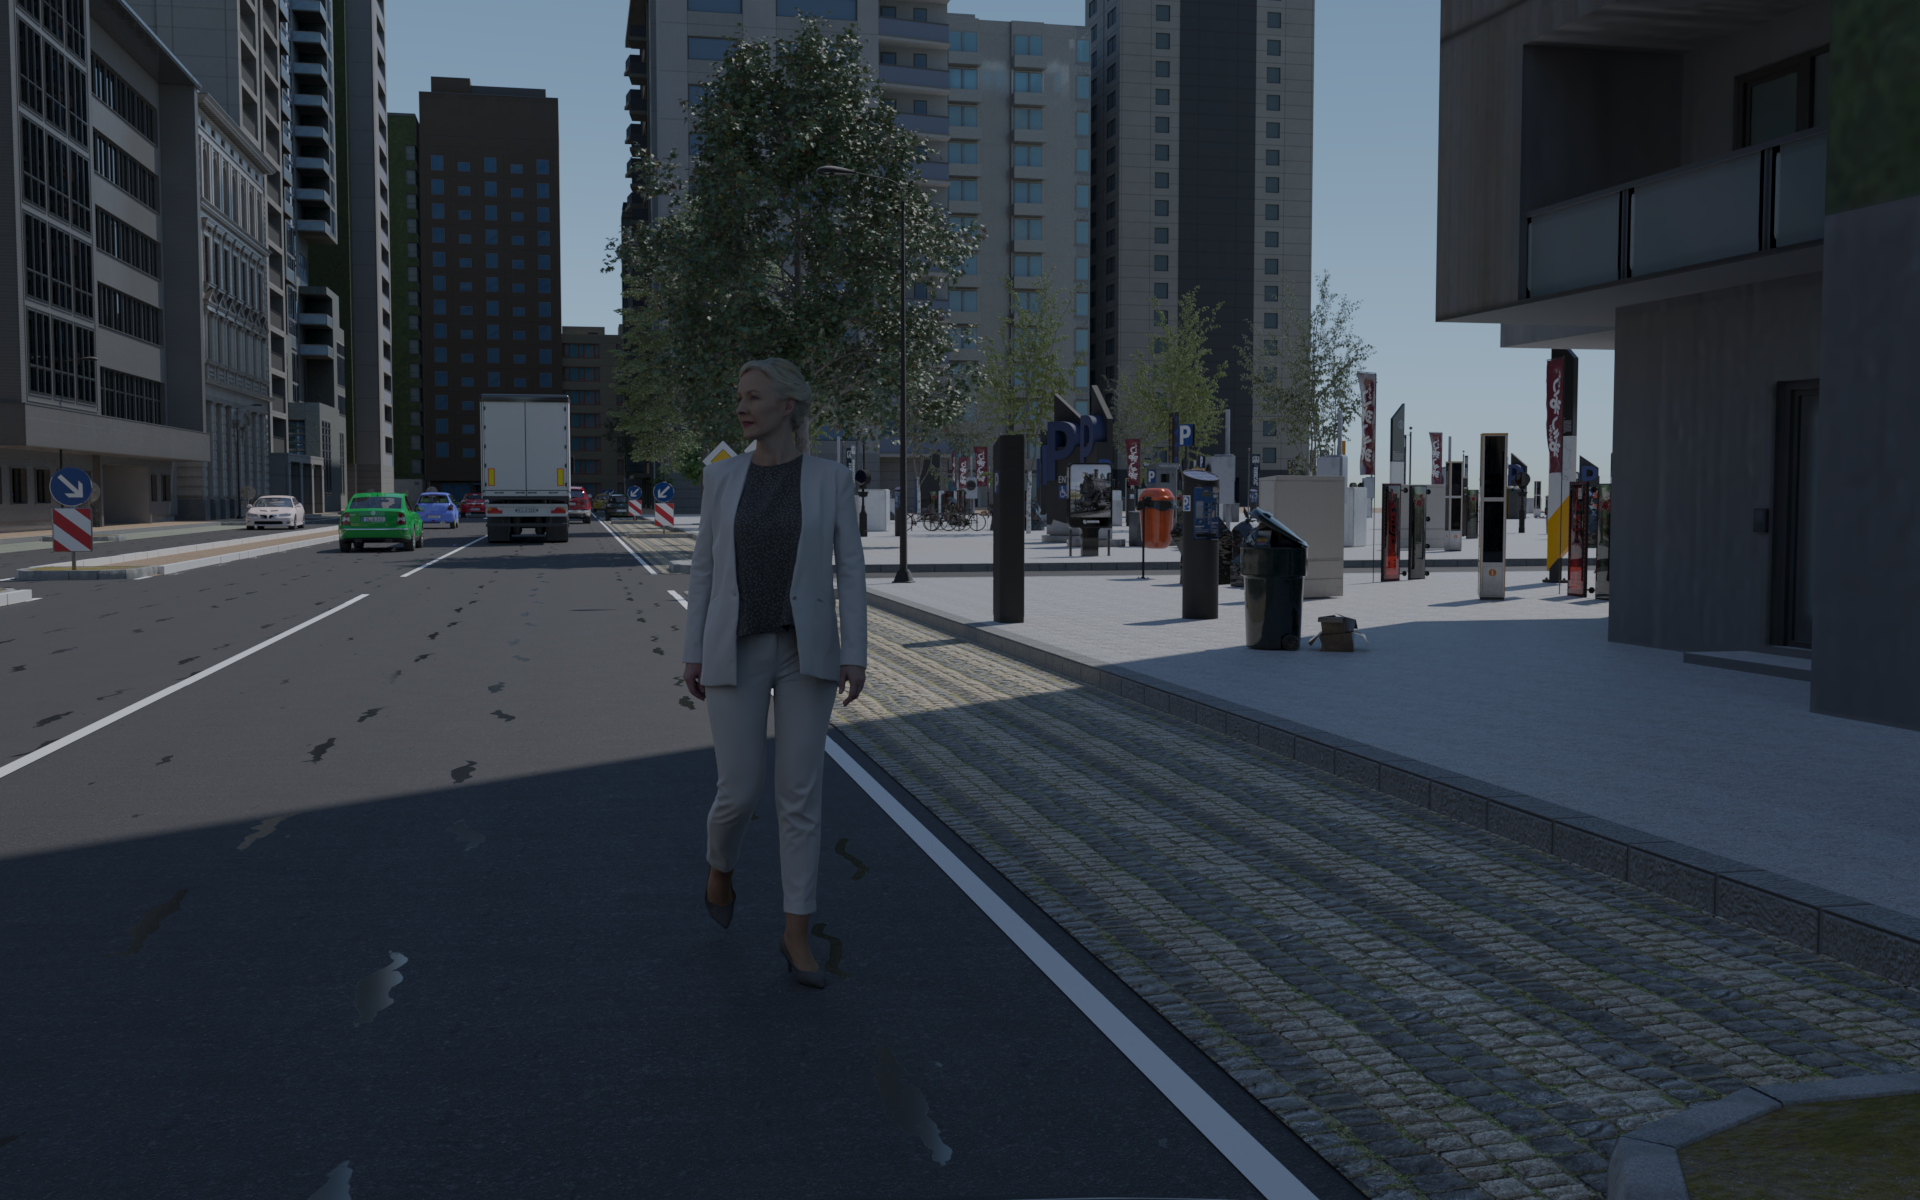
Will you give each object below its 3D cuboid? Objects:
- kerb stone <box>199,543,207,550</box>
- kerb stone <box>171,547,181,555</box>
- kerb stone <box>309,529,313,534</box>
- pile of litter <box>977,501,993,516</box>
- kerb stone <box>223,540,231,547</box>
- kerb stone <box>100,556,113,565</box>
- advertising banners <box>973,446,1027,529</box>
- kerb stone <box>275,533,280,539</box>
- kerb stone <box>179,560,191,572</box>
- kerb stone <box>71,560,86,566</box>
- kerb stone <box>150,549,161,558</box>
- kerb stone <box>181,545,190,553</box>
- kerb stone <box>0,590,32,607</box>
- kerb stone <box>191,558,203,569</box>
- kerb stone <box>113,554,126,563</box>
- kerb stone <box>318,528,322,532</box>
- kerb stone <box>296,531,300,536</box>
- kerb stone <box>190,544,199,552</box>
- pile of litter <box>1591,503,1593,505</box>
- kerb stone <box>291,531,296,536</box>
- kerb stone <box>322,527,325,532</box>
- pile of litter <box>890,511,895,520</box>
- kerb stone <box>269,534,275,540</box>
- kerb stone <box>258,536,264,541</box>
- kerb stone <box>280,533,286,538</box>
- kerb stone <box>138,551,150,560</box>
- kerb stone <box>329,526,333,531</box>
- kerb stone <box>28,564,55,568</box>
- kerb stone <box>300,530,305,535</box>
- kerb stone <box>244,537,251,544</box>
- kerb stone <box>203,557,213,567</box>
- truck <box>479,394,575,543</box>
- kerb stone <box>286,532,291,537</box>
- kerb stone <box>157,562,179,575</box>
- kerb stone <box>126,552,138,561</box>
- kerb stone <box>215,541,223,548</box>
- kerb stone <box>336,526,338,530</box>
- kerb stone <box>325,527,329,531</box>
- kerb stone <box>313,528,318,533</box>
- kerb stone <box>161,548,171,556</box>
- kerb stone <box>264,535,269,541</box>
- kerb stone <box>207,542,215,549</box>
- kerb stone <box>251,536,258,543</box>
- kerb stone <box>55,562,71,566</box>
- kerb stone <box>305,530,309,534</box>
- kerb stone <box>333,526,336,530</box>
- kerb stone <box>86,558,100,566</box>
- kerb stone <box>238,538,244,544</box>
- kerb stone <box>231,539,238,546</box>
[{"bbox_3d":[-19.297,-1.326,43.875,0.120,0.150,1.000,-1,4,-13],"label":"kerb stone"},{"bbox_3d":[-18.630,-1.141,40.868,0.120,0.150,1.000,-1,4,-13],"label":"kerb stone"},{"bbox_3d":[-23.343,-2.422,61.904,0.120,0.150,1.000,-1,4,-13],"label":"kerb stone"},{"bbox_3d":[1.690,-5.380,101.921,1.719,0.858,1.176,-2,4,-30],"label":"pile of litter"},{"bbox_3d":[-19.975,-1.510,46.887,0.120,0.150,1.000,-1,4,-13],"label":"kerb stone"},{"bbox_3d":[-17.284,-0.769,34.843,0.120,0.150,1.000,-1,4,-13],"label":"kerb stone"},{"bbox_3d":[1.524,-4.127,63.660,2.074,3.025,0.090,0,4,2],"label":"advertising banners"},{"bbox_3d":[-21.775,-2.001,54.906,0.120,0.150,1.000,-1,4,-13],"label":"kerb stone"},{"bbox_3d":[-14.559,-0.618,32.306,0.120,0.150,1.000,-1,4,-13],"label":"kerb stone"},{"bbox_3d":[-16.836,-0.648,32.848,0.120,0.150,1.000,-1,4,-13],"label":"kerb stone"},{"bbox_3d":[-18.177,-1.014,38.870,0.120,0.150,1.000,-1,4,-13],"label":"kerb stone"},{"bbox_3d":[-18.857,-1.204,41.879,0.120,0.150,1.000,-1,4,-13],"label":"kerb stone"},{"bbox_3d":[-12.423,-0.033,22.772,0.120,0.150,1.000,-1,4,-13],"label":"kerb stone"},{"bbox_3d":[-14.786,-0.680,33.306,0.120,0.150,1.000,-1,4,-13],"label":"kerb stone"},{"bbox_3d":[-17.502,-0.825,35.842,0.120,0.150,1.000,-1,4,-13],"label":"kerb stone"},{"bbox_3d":[-23.785,-2.544,63.913,0.120,0.150,1.000,-1,4,-13],"label":"kerb stone"},{"bbox_3d":[-22.667,-2.244,58.901,0.120,0.150,1.000,-1,4,-13],"label":"kerb stone"},{"bbox_3d":[-19.082,-1.265,42.876,0.120,0.150,1.000,-1,4,-13],"label":"kerb stone"},{"bbox_3d":[41.993,-6.140,114.357,1.176,0.858,1.719,-3,5,-42],"label":"pile of litter"},{"bbox_3d":[-22.443,-2.184,57.903,0.120,0.150,1.000,-1,4,-13],"label":"kerb stone"},{"bbox_3d":[-24.018,-2.610,64.910,0.120,0.150,1.000,-1,4,-13],"label":"kerb stone"},{"bbox_3d":[-3.827,-4.324,84.666,1.719,0.858,1.176,0,4,4],"label":"pile of litter"},{"bbox_3d":[-21.541,-1.933,53.894,0.120,0.150,1.000,-1,4,-13],"label":"kerb stone"},{"bbox_3d":[-21.096,-1.817,51.897,0.120,0.150,1.000,-1,4,-13],"label":"kerb stone"},{"bbox_3d":[-21.989,-2.062,55.905,0.120,0.150,1.000,-1,4,-13],"label":"kerb stone"},{"bbox_3d":[-17.957,-0.958,37.864,0.120,0.150,1.000,-1,4,-13],"label":"kerb stone"},{"bbox_3d":[-24.457,-2.731,66.914,0.120,0.150,1.000,-1,4,-13],"label":"kerb stone"},{"bbox_3d":[-16.387,-0.526,30.850,0.120,0.150,1.000,-1,4,-13],"label":"kerb stone"},{"bbox_3d":[-22.884,-2.305,59.901,0.120,0.150,1.000,-1,4,-13],"label":"kerb stone"},{"bbox_3d":[-20.651,-1.690,49.901,0.120,0.150,1.000,-1,4,-13],"label":"kerb stone"},{"bbox_3d":[-15.011,-0.736,34.303,0.120,0.150,1.000,-1,4,-13],"label":"kerb stone"},{"bbox_3d":[-13.488,-3.996,54.246,2.839,4.237,11.283,-1,4,-13],"label":"truck"},{"bbox_3d":[-22.218,-2.123,56.902,0.120,0.150,1.000,-1,4,-13],"label":"kerb stone"},{"bbox_3d":[-14.329,-0.557,31.297,0.120,0.150,1.000,-1,4,-13],"label":"kerb stone"},{"bbox_3d":[-17.729,-0.897,36.854,0.120,0.150,1.000,-1,4,-13],"label":"kerb stone"},{"bbox_3d":[-19.750,-1.449,45.890,0.120,0.150,1.000,-1,4,-13],"label":"kerb stone"},{"bbox_3d":[-24.897,-2.857,68.911,0.120,0.150,1.000,-1,4,-13],"label":"kerb stone"},{"bbox_3d":[-24.237,-2.674,65.913,0.120,0.150,1.000,-1,4,-13],"label":"kerb stone"},{"bbox_3d":[-23.561,-2.490,62.915,0.120,0.150,1.000,-1,4,-13],"label":"kerb stone"},{"bbox_3d":[-18.401,-1.081,39.871,0.120,0.150,1.000,-1,4,-13],"label":"kerb stone"},{"bbox_3d":[-21.320,-1.878,52.895,0.120,0.150,1.000,-1,4,-13],"label":"kerb stone"},{"bbox_3d":[-19.526,-1.387,44.878,0.120,0.150,1.000,-1,4,-13],"label":"kerb stone"},{"bbox_3d":[-20.869,-1.756,50.899,0.120,0.150,1.000,-1,4,-13],"label":"kerb stone"},{"bbox_3d":[-16.606,-0.590,31.848,0.120,0.150,1.000,-1,4,-13],"label":"kerb stone"},{"bbox_3d":[-23.110,-2.360,60.907,0.120,0.150,1.000,-1,4,-13],"label":"kerb stone"},{"bbox_3d":[-24.688,-2.796,67.910,0.120,0.150,1.000,-1,4,-13],"label":"kerb stone"},{"bbox_3d":[-17.052,-0.713,33.847,0.120,0.150,1.000,-1,4,-13],"label":"kerb stone"},{"bbox_3d":[-20.435,-1.633,48.901,0.120,0.150,1.000,-1,4,-13],"label":"kerb stone"},{"bbox_3d":[-20.197,-1.566,47.894,0.120,0.150,1.000,-1,4,-13],"label":"kerb stone"}]
